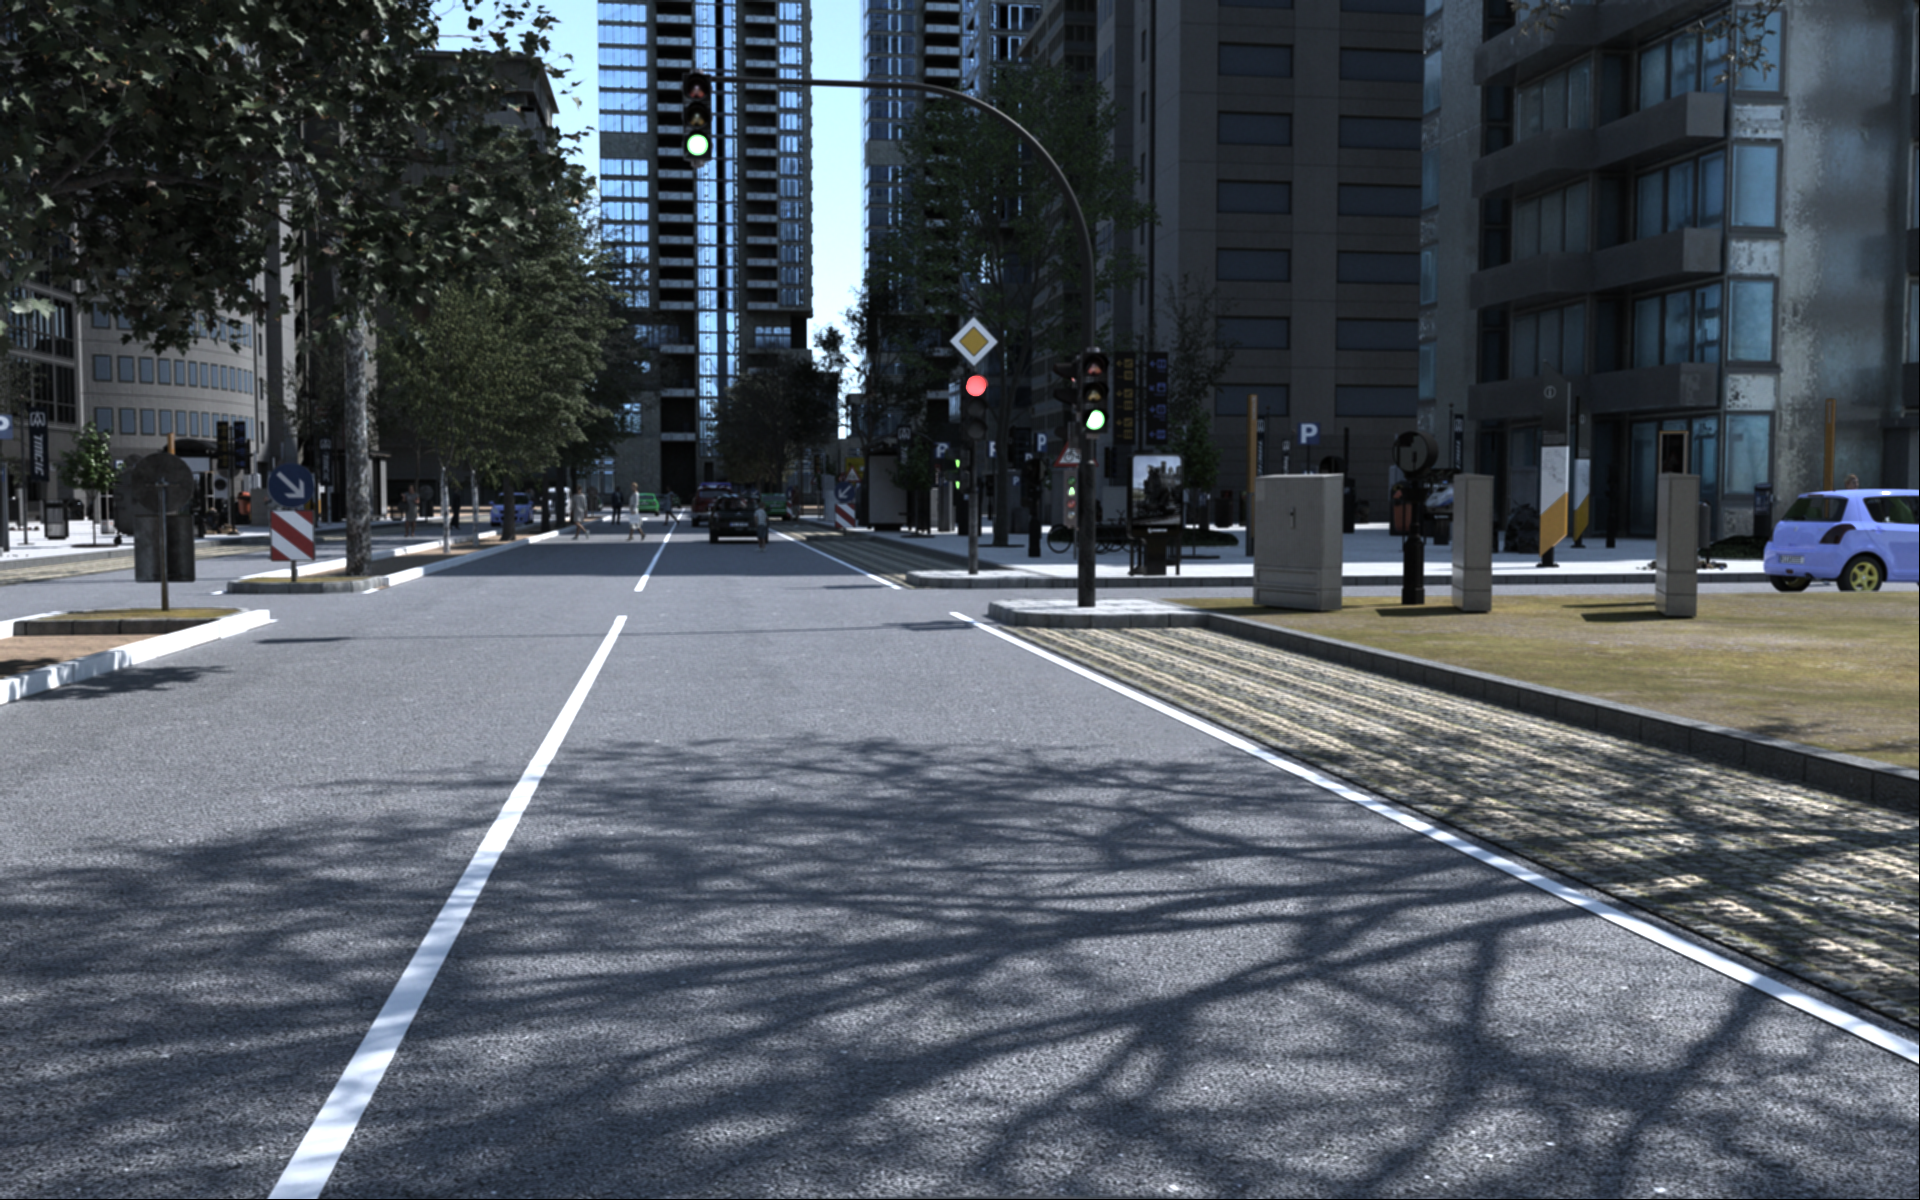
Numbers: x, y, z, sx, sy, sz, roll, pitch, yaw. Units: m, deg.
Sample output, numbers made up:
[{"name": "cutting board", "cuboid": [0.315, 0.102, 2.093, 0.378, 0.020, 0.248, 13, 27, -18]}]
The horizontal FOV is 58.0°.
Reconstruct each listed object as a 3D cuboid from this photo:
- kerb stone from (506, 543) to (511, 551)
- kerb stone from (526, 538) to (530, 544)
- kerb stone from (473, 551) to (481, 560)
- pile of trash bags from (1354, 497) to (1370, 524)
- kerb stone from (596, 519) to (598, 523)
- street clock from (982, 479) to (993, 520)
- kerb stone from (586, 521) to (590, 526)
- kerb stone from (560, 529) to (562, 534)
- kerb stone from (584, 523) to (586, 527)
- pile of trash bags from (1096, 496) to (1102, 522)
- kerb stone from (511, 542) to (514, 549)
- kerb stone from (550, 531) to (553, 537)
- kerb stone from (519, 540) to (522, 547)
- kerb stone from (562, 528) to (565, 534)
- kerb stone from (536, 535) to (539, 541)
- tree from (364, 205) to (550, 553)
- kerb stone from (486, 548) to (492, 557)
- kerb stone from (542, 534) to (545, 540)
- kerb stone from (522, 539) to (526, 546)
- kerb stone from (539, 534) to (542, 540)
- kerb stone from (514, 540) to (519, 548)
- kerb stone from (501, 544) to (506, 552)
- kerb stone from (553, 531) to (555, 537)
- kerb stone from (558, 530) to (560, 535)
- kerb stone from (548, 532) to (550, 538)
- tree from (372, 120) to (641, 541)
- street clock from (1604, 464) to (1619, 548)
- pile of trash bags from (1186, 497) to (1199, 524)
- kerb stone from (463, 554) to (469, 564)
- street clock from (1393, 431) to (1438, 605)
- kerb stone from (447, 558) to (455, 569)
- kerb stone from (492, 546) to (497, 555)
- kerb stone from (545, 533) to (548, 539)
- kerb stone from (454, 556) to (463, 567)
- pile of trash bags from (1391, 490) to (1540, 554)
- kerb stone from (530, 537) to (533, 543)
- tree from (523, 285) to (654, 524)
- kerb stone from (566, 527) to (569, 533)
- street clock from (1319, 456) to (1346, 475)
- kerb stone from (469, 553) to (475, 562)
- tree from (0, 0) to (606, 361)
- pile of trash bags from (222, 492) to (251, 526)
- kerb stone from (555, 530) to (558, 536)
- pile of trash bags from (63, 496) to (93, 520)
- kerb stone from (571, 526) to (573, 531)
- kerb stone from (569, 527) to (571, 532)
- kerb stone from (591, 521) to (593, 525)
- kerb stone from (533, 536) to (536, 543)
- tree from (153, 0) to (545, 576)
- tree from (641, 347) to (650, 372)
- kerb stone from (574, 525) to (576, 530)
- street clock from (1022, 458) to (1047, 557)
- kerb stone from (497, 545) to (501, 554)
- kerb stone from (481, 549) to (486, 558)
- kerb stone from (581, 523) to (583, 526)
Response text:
[{"name": "kerb stone", "cuboid": [-11.467, -1.302, 43.504, 0.120, 0.150, 1.000, -1, 4, -9]}, {"name": "kerb stone", "cuboid": [-12.252, -1.612, 48.568, 0.120, 0.150, 1.000, -1, 4, -9]}, {"name": "kerb stone", "cuboid": [-10.536, -0.932, 37.428, 0.120, 0.150, 1.000, -1, 4, -9]}, {"name": "pile of trash bags", "cuboid": [16.728, -3.981, 74.840, 1.912, 1.369, 3.447, 1, 4, 13]}, {"name": "kerb stone", "cuboid": [-17.581, -3.723, 83.065, 0.120, 0.150, 1.000, -1, 4, -9]}, {"name": "street clock", "cuboid": [1.468, -4.891, 84.531, 0.471, 2.002, 0.358, 1, 4, 12]}, {"name": "kerb stone", "cuboid": [-16.648, -3.350, 76.970, 0.120, 0.150, 1.000, -1, 4, -9]}, {"name": "kerb stone", "cuboid": [-14.137, -2.357, 60.740, 0.120, 0.150, 1.000, -1, 4, -9]}, {"name": "kerb stone", "cuboid": [-16.175, -3.164, 73.935, 0.120, 0.150, 1.000, -1, 4, -9]}, {"name": "pile of trash bags", "cuboid": [6.851, -4.287, 79.849, 1.912, 1.369, 3.447, 2, 4, 28]}, {"name": "kerb stone", "cuboid": [-11.632, -1.363, 44.513, 0.120, 0.150, 1.000, -1, 4, -9]}, {"name": "kerb stone", "cuboid": [-13.518, -2.106, 56.677, 0.120, 0.150, 1.000, -1, 4, -9]}, {"name": "kerb stone", "cuboid": [-11.942, -1.489, 46.536, 0.120, 0.150, 1.000, -1, 4, -9]}, {"name": "kerb stone", "cuboid": [-14.288, -2.413, 61.751, 0.120, 0.150, 1.000, -1, 4, -9]}, {"name": "kerb stone", "cuboid": [-12.718, -1.798, 51.599, 0.120, 0.150, 1.000, -1, 4, -9]}, {"name": "tree", "cuboid": [-12.267, -5.403, 41.163, 4.737, 8.622, 4.395, 0, 3, 0]}, {"name": "kerb stone", "cuboid": [-10.846, -1.055, 39.449, 0.120, 0.150, 1.000, -1, 4, -9]}, {"name": "kerb stone", "cuboid": [-13.038, -1.921, 53.629, 0.120, 0.150, 1.000, -1, 4, -9]}, {"name": "kerb stone", "cuboid": [-12.097, -1.551, 47.548, 0.120, 0.150, 1.000, -1, 4, -9]}, {"name": "kerb stone", "cuboid": [-12.882, -1.856, 52.612, 0.120, 0.150, 1.000, -1, 4, -9]}, {"name": "kerb stone", "cuboid": [-11.783, -1.427, 45.524, 0.120, 0.150, 1.000, -1, 4, -9]}, {"name": "kerb stone", "cuboid": [-11.318, -1.241, 42.493, 0.120, 0.150, 1.000, -1, 4, -9]}, {"name": "kerb stone", "cuboid": [-13.668, -2.171, 57.693, 0.120, 0.150, 1.000, -1, 4, -9]}, {"name": "kerb stone", "cuboid": [-13.983, -2.293, 59.719, 0.120, 0.150, 1.000, -1, 4, -9]}, {"name": "kerb stone", "cuboid": [-13.353, -2.047, 55.657, 0.120, 0.150, 1.000, -1, 4, -9]}, {"name": "tree", "cuboid": [-13.958, -8.097, 52.966, 7.486, 12.596, 7.792, 0, 3, 0]}, {"name": "street clock", "cuboid": [15.512, -2.243, 41.239, 0.358, 2.002, 0.471, 1, 4, 15]}, {"name": "pile of trash bags", "cuboid": [9.195, -3.884, 73.262, 1.912, 1.369, 3.447, 2, 4, 25]}, {"name": "kerb stone", "cuboid": [-10.221, -0.808, 35.408, 0.120, 0.150, 1.000, -1, 4, -9]}, {"name": "street clock", "cuboid": [5.274, -0.950, 20.101, 0.358, 2.002, 0.471, -3, 5, -43]}, {"name": "kerb stone", "cuboid": [-9.907, -0.684, 33.384, 0.120, 0.150, 1.000, -1, 4, -9]}, {"name": "kerb stone", "cuboid": [-11.002, -1.117, 40.460, 0.120, 0.150, 1.000, -1, 4, -9]}, {"name": "kerb stone", "cuboid": [-13.193, -1.983, 54.639, 0.120, 0.150, 1.000, -1, 4, -9]}, {"name": "kerb stone", "cuboid": [-10.058, -0.746, 34.398, 0.120, 0.150, 1.000, -1, 4, -9]}, {"name": "pile of trash bags", "cuboid": [11.280, -1.745, 38.282, 3.447, 1.369, 1.912, 1, 4, 20]}, {"name": "kerb stone", "cuboid": [-12.413, -1.675, 49.577, 0.120, 0.150, 1.000, -1, 4, -9]}, {"name": "tree", "cuboid": [-18.502, -9.472, 83.087, 9.928, 11.665, 9.643, 0, 3, 0]}, {"name": "kerb stone", "cuboid": [-14.602, -2.544, 63.786, 0.120, 0.150, 1.000, -1, 4, -9]}, {"name": "street clock", "cuboid": [7.118, -1.747, 33.132, 0.358, 2.002, 0.471, -3, 5, -40]}, {"name": "kerb stone", "cuboid": [-10.378, -0.861, 36.419, 0.120, 0.150, 1.000, -1, 4, -9]}, {"name": "tree", "cuboid": [-7.560, -5.677, 12.279, 9.611, 12.733, 9.660, 0, 3, 0]}, {"name": "pile of trash bags", "cuboid": [-29.866, -3.733, 70.783, 3.447, 1.369, 1.912, 3, 5, 42]}, {"name": "kerb stone", "cuboid": [-13.823, -2.231, 58.707, 0.120, 0.150, 1.000, -1, 4, -9]}, {"name": "pile of trash bags", "cuboid": [-43.512, -4.586, 84.728, 3.447, 1.369, 1.912, -1, 4, -21]}, {"name": "kerb stone", "cuboid": [-14.915, -2.668, 65.811, 0.120, 0.150, 1.000, -1, 4, -9]}, {"name": "kerb stone", "cuboid": [-14.763, -2.606, 64.796, 0.120, 0.150, 1.000, -1, 4, -9]}, {"name": "kerb stone", "cuboid": [-16.961, -3.472, 79.004, 0.120, 0.150, 1.000, -1, 4, -9]}, {"name": "kerb stone", "cuboid": [-12.575, -1.736, 50.587, 0.120, 0.150, 1.000, -1, 4, -9]}, {"name": "tree", "cuboid": [-11.808, -10.513, 30.241, 12.611, 20.169, 13.585, 0, 3, 0]}, {"name": "tree", "cuboid": [-17.039, -9.335, 73.218, 7.486, 12.596, 7.792, 0, 3, 0]}, {"name": "kerb stone", "cuboid": [-15.234, -2.791, 67.845, 0.120, 0.150, 1.000, -1, 4, -9]}, {"name": "street clock", "cuboid": [1.516, -1.873, 35.198, 0.471, 2.002, 0.358, -2, 4, -23]}, {"name": "kerb stone", "cuboid": [-11.160, -1.179, 41.476, 0.120, 0.150, 1.000, -1, 4, -9]}, {"name": "kerb stone", "cuboid": [-10.691, -0.993, 38.439, 0.120, 0.150, 1.000, -1, 4, -9]}, {"name": "kerb stone", "cuboid": [-15.861, -3.041, 71.912, 0.120, 0.150, 1.000, -1, 4, -9]}]
